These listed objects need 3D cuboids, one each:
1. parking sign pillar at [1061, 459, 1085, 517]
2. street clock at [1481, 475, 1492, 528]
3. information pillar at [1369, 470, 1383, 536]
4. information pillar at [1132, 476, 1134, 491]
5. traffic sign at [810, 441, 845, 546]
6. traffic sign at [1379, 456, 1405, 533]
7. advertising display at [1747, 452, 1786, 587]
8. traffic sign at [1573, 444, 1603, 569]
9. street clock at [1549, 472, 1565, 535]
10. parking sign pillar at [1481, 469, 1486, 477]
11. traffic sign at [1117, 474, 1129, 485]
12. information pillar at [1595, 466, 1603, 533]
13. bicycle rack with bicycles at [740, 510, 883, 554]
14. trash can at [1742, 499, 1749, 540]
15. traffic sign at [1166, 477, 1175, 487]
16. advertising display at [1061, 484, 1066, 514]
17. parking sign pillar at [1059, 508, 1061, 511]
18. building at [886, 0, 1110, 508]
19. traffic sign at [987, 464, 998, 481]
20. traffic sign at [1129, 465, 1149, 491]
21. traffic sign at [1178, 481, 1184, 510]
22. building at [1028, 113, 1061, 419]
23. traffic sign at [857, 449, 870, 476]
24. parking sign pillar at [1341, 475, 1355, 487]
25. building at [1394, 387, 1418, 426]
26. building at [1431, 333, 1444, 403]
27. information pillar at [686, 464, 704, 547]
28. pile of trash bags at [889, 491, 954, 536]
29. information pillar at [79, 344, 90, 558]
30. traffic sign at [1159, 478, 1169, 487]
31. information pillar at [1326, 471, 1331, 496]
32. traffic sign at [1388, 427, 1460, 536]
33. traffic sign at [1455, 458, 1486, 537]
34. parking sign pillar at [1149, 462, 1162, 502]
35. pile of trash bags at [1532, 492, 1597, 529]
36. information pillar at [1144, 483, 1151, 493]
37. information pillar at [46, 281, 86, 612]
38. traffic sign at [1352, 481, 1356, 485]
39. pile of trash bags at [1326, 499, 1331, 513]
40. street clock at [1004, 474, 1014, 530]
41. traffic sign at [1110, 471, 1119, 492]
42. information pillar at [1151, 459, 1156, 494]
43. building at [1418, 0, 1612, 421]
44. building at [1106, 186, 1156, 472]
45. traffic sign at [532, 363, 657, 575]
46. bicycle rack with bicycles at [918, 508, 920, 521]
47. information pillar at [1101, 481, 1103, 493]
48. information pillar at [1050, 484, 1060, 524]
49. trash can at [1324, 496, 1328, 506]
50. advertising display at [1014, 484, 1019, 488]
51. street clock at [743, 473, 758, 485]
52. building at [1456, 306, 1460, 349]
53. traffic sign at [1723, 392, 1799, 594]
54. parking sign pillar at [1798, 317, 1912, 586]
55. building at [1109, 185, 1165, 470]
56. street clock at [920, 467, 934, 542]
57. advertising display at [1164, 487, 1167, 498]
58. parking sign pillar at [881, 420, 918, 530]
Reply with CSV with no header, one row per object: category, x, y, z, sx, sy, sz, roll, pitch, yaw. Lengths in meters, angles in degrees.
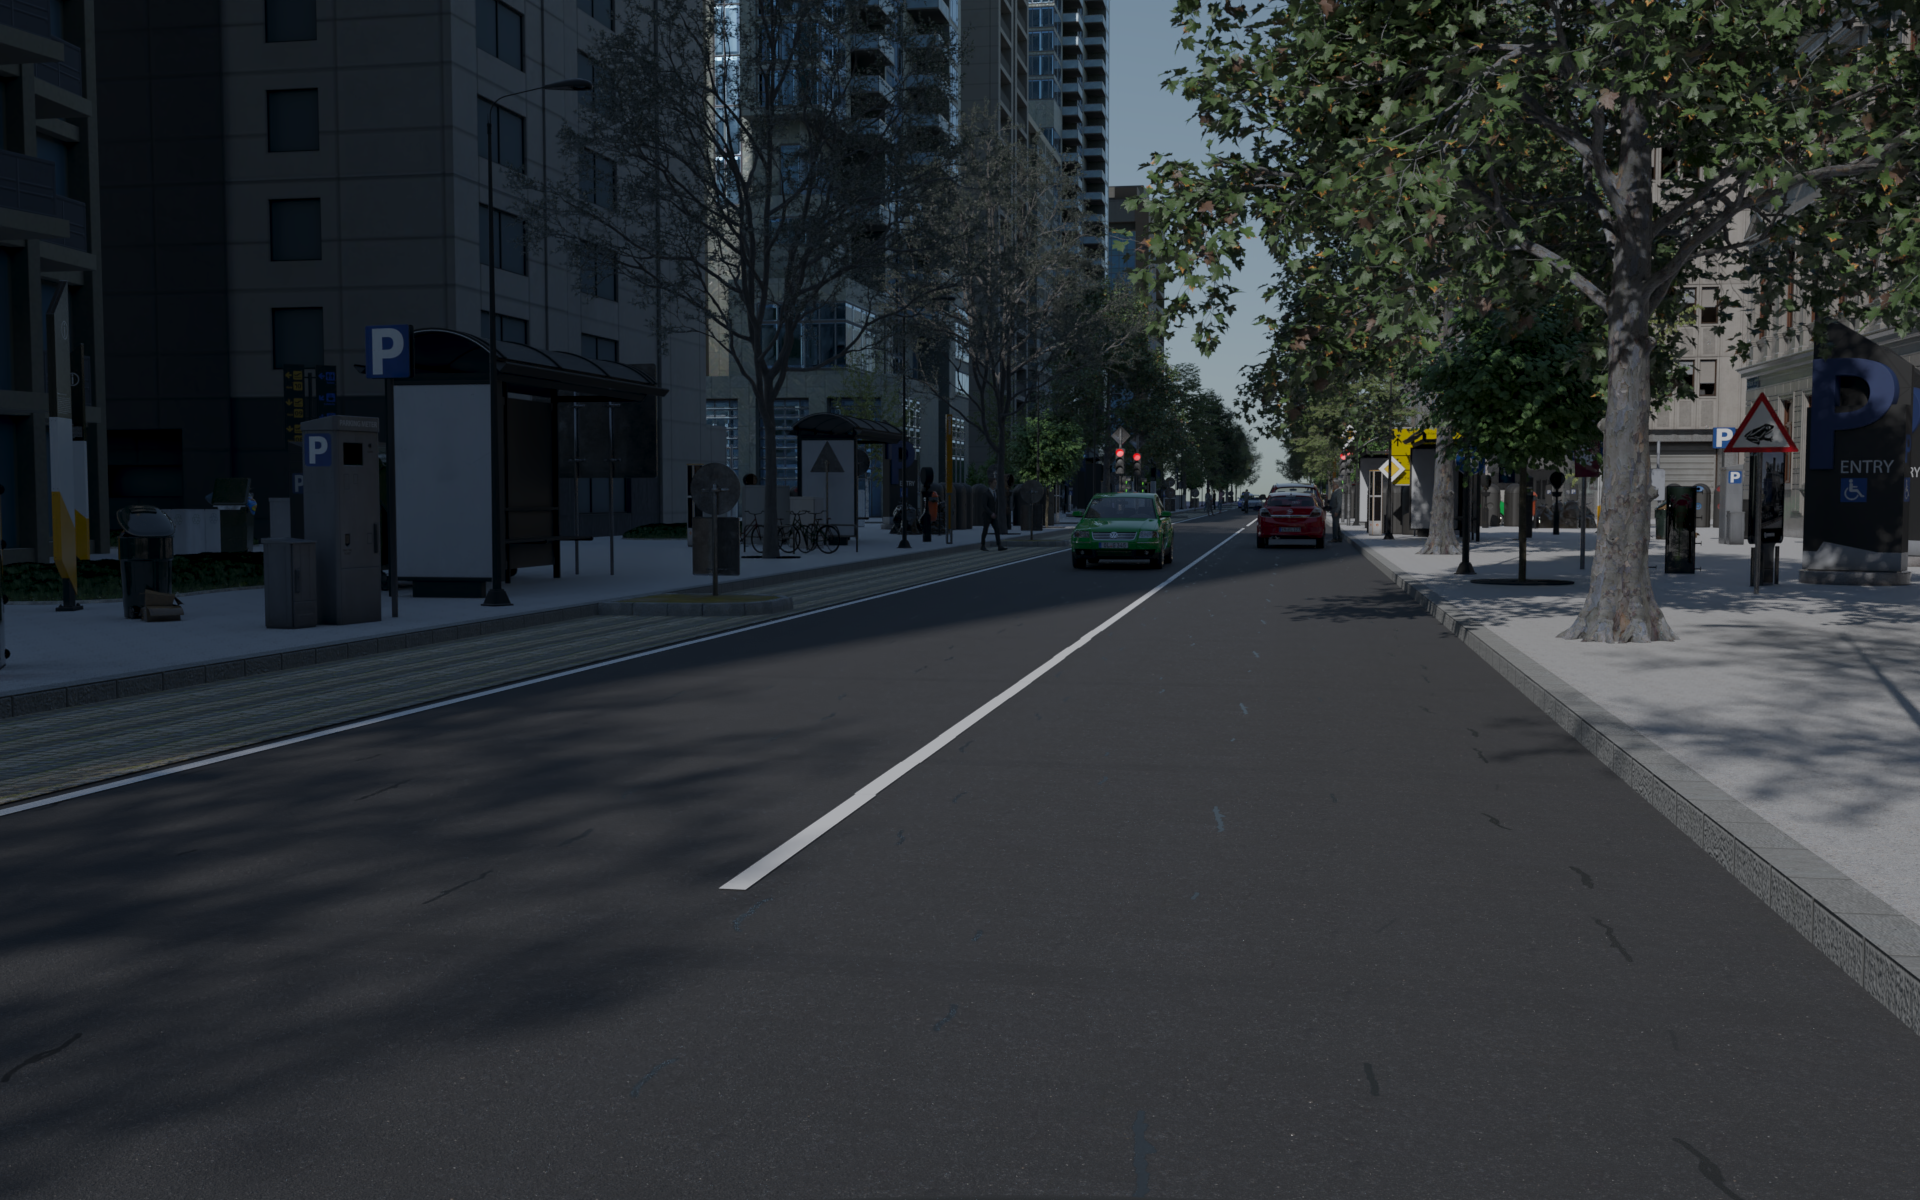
parking sign pillar,6.663,-6.641,97.054,1.447,3.967,1.447,0,4,-8
street clock,19.791,-3.707,65.181,0.358,2.002,0.471,3,5,42
information pillar,12.769,-2.980,53.208,0.304,2.012,0.304,-1,4,-11
information pillar,11.502,-7.578,115.248,0.183,3.616,0.504,1,4,11
traffic sign,-3.263,-2.601,42.536,0.884,2.594,0.081,1,4,14
traffic sign,13.048,-3.132,52.389,0.795,2.450,0.064,1,4,12
advertising display,11.293,-1.165,24.259,0.974,1.923,0.123,-3,5,-44
traffic sign,10.606,-1.794,29.439,0.768,2.556,0.104,1,4,16
street clock,18.785,-3.055,54.522,0.471,2.002,0.358,1,4,15
parking sign pillar,31.273,-7.115,104.799,1.447,3.967,1.447,-1,4,-12
traffic sign,9.141,-5.927,97.019,0.768,2.556,0.104,1,4,14
information pillar,21.138,-4.009,56.905,0.504,3.616,0.183,-2,4,-34
bicycle rack with bicycles,-3.503,-1.507,38.028,2.852,0.926,2.925,-3,5,-42
trash can,22.324,-2.286,49.033,0.748,1.137,0.748,0,3,0
traffic sign,15.572,-7.854,128.524,0.768,2.556,0.104,1,4,16
advertising display,6.821,-6.633,113.656,0.123,1.923,0.974,-1,4,-9
parking sign pillar,8.395,-8.871,133.505,1.447,3.967,1.447,-3,5,-40
building,6.351,-53.971,195.091,22.319,86.520,31.000,1,4,11
traffic sign,1.498,-4.487,73.468,0.768,2.556,0.104,1,4,17
traffic sign,12.365,-7.929,123.513,2.265,3.308,0.079,1,4,20
traffic sign,17.857,-8.477,140.729,0.606,2.300,0.079,1,4,17
building,-3.846,-29.271,170.465,32.217,40.220,23.993,1,4,11
traffic sign,-2.923,-2.993,49.034,0.768,2.556,0.104,1,4,15
parking sign pillar,29.616,-8.799,132.327,1.447,3.967,1.447,-2,4,-31
building,72.688,-35.592,265.531,14.154,41.232,14.086,1,4,11
building,55.843,-32.187,176.363,14.600,45.320,14.200,1,4,11
information pillar,-6.422,-2.296,42.039,0.304,2.012,0.304,-3,5,-39
pile of trash bags,-1.112,-2.753,54.761,1.912,1.369,3.447,-1,4,-10
information pillar,-13.893,-2.185,27.082,0.504,3.616,0.183,0,4,-2
traffic sign,14.722,-7.692,125.763,0.884,2.594,0.081,1,4,14
information pillar,31.277,-9.522,147.042,0.183,3.616,0.504,-3,5,-40
traffic sign,14.109,-3.578,52.373,2.265,3.308,0.079,1,4,14
traffic sign,13.421,-2.783,45.600,0.768,2.556,0.104,1,4,13
parking sign pillar,14.731,-8.790,132.189,1.447,3.967,1.447,-1,4,-13
pile of trash bags,22.140,-3.358,64.650,3.447,1.369,1.912,-3,4,-36
information pillar,11.913,-6.460,110.115,0.304,2.012,0.304,3,5,41
information pillar,-9.791,-1.684,18.880,0.183,3.616,0.504,-1,4,-10
traffic sign,22.418,-6.097,99.688,0.884,2.594,0.081,1,4,14
pile of trash bags,26.852,-6.692,119.160,1.912,1.369,3.447,-3,5,-44
street clock,1.720,-3.515,62.034,0.358,2.002,0.471,3,4,39
traffic sign,8.726,-5.960,97.547,0.768,2.556,0.104,1,4,14
information pillar,12.370,-7.314,110.936,0.183,3.616,0.504,-2,4,-31
building,63.170,-40.038,196.624,21.231,58.520,28.212,1,4,11
building,21.495,-37.084,256.427,14.600,45.320,14.200,1,4,11
traffic sign,-5.801,-2.051,27.401,2.265,3.308,0.079,1,4,20
bicycle rack with bicycles,-1.537,-3.257,66.639,2.925,0.926,2.852,-1,4,-10
information pillar,8.091,-5.694,97.585,0.304,2.012,0.304,0,4,-7
information pillar,4.012,-4.205,73.252,0.304,2.012,0.304,2,4,29
trash can,29.223,-7.696,137.477,0.748,1.137,0.748,0,3,0
advertising display,3.688,-6.617,113.406,0.123,1.923,0.974,1,4,15
street clock,-7.370,-3.444,60.881,0.471,2.002,0.358,-2,4,-29
building,52.699,-23.935,163.033,14.160,30.474,14.107,1,4,11
traffic sign,10.242,-1.357,22.199,0.884,2.594,0.081,1,4,16
parking sign pillar,12.845,-2.220,24.767,1.447,3.967,1.447,3,5,40
building,21.003,-39.852,275.280,21.300,48.544,21.600,1,4,11
street clock,-0.883,-2.557,46.382,0.358,2.002,0.471,-1,4,-21
advertising display,16.023,-8.143,138.358,0.974,1.923,0.123,2,4,27
parking sign pillar,-2.174,-4.561,63.039,1.447,3.967,1.447,-3,5,-39
